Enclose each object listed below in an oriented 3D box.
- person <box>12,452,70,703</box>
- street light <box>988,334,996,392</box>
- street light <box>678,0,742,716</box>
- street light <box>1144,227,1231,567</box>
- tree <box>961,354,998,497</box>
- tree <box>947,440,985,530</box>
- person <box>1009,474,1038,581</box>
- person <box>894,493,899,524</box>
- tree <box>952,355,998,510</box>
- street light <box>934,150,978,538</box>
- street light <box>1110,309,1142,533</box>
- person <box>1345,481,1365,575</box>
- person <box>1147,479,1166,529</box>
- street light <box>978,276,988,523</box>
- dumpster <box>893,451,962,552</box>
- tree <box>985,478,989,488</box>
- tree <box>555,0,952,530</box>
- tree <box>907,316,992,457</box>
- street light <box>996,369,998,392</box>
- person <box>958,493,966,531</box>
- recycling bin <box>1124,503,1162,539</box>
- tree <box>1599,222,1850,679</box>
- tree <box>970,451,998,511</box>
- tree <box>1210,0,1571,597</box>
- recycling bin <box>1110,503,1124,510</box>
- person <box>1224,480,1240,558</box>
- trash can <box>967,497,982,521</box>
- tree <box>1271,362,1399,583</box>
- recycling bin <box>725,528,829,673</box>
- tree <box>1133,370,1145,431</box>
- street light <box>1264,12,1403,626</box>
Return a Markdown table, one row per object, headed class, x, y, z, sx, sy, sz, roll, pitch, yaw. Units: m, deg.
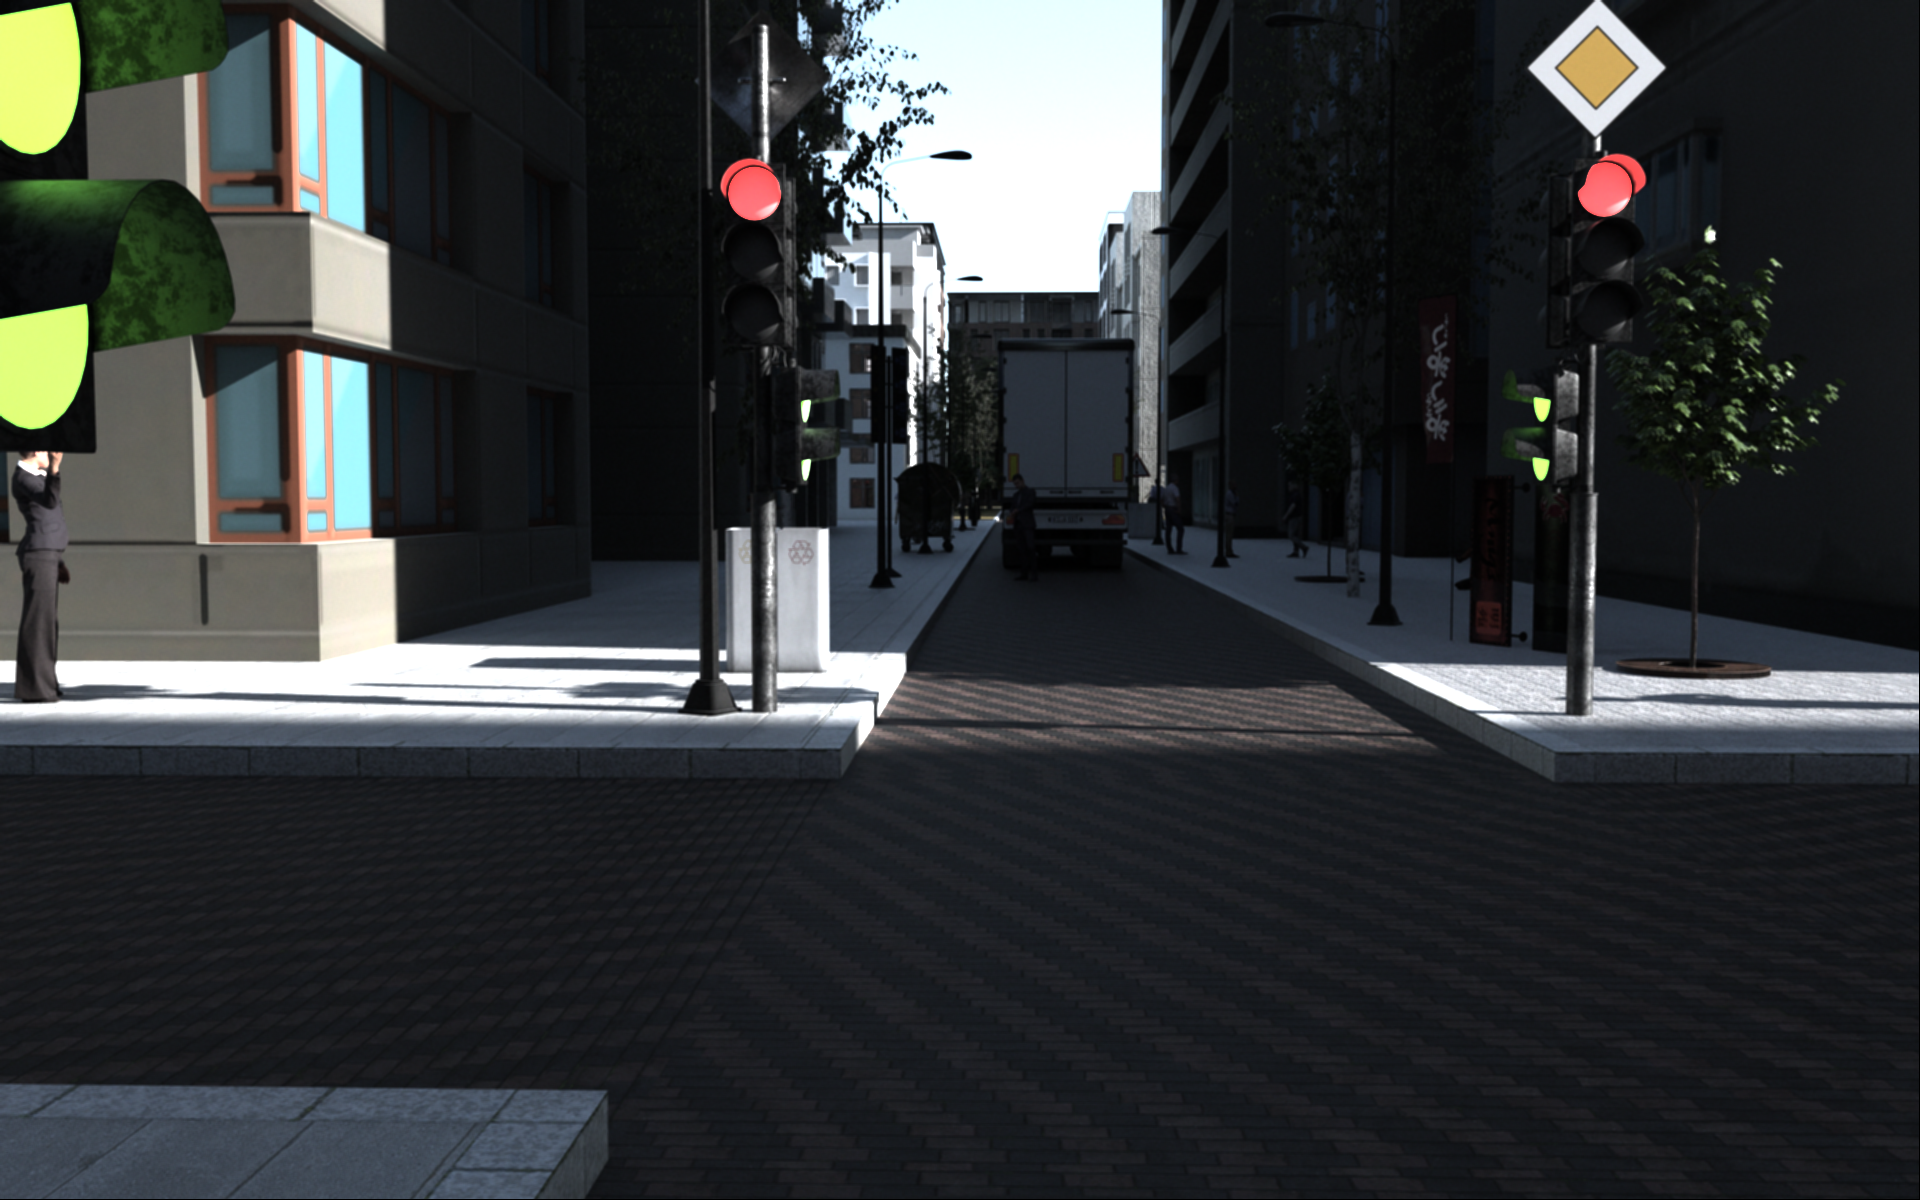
| class | x | y | z | sx | sy | sz | roll | pitch | yaw |
| --- | --- | --- | --- | --- | --- | --- | --- | --- | --- |
| person | -5.570 | -0.233 | 10.659 | 0.742 | 1.727 | 0.445 | 2 | 4 | 35 |
| street light | 0.224 | -4.761 | 50.388 | 1.470 | 5.913 | 1.316 | 0 | 4 | 2 |
| street light | -0.930 | -2.290 | 9.983 | 1.470 | 5.913 | 1.316 | 0 | 4 | 2 |
| street light | 4.038 | -3.531 | 30.277 | 1.470 | 5.913 | 1.316 | 0 | 4 | 2 |
| tree | 0.805 | -8.564 | 90.389 | 4.360 | 8.622 | 3.978 | 0 | 3 | 0 |
| tree | -0.090 | -4.128 | 62.095 | 1.663 | 3.219 | 1.824 | 0 | 3 | 0 |
| person | 1.015 | -1.202 | 28.596 | 0.683 | 1.767 | 0.568 | 3 | 5 | 44 |
| person | -2.566 | -4.025 | 73.921 | 0.516 | 1.574 | 0.319 | 1 | 4 | 19 |
| tree | 2.836 | -13.680 | 141.795 | 7.486 | 12.596 | 7.792 | 0 | 3 | 0 |
| street light | -0.535 | -3.121 | 23.576 | 1.470 | 5.913 | 1.316 | 0 | 4 | 2 |
| street light | 4.476 | -4.351 | 43.680 | 1.470 | 5.913 | 1.316 | 0 | 4 | 2 |
| person | 6.326 | -1.198 | 27.693 | 0.319 | 1.574 | 0.516 | 1 | 4 | 13 |
| person | 7.117 | -3.473 | 62.689 | 0.709 | 1.838 | 0.599 | -1 | 4 | -11 |
| street light | -0.204 | -3.941 | 36.983 | 1.470 | 5.913 | 1.316 | 0 | 4 | 2 |
| dumpster | -0.728 | -2.223 | 38.832 | 1.502 | 2.255 | 1.985 | 0 | 4 | 2 |
| tree | 0.876 | -7.020 | 109.377 | 1.663 | 3.219 | 1.824 | 0 | 3 | 0 |
| tree | -2.265 | -4.260 | 20.009 | 4.360 | 8.622 | 3.978 | 0 | 3 | 0 |
| tree | -0.551 | -7.440 | 72.010 | 4.737 | 8.622 | 4.395 | 0 | 3 | 0 |
| street light | 0.650 | -5.581 | 63.792 | 1.470 | 5.913 | 1.316 | 0 | 4 | 2 |
| person | 0.060 | -3.046 | 59.755 | 0.340 | 1.345 | 0.435 | -2 | 4 | -28 |
| recycling bin | 5.309 | -2.276 | 49.762 | 0.722 | 1.027 | 0.722 | -3 | 4 | -37 |
| tree | 5.421 | -1.087 | 12.380 | 1.663 | 3.219 | 1.824 | 0 | 3 | 0 |
| tree | 1.601 | -8.845 | 128.321 | 4.285 | 4.588 | 4.351 | 0 | 3 | 0 |
| tree | 5.147 | -4.345 | 21.399 | 4.360 | 8.622 | 3.978 | 0 | 3 | 0 |
| recycling bin | 5.952 | -3.337 | 67.111 | 0.722 | 1.027 | 0.722 | -1 | 4 | -22 |
| person | 5.516 | -1.649 | 35.073 | 0.319 | 1.574 | 0.516 | 1 | 4 | 8 |
| trash can | 0.697 | -4.405 | 83.679 | 0.748 | 1.137 | 0.748 | 0 | 3 | 0 |
| tree | 5.340 | -1.892 | 25.541 | 1.663 | 3.219 | 1.824 | 0 | 3 | 0 |
| recycling bin | -1.334 | -0.012 | 12.749 | 0.722 | 1.027 | 0.722 | 0 | 4 | -3 |
| tree | 7.336 | -8.449 | 88.502 | 4.360 | 8.622 | 3.978 | 0 | 3 | 0 |
| street light | 3.637 | -2.711 | 16.872 | 1.470 | 5.913 | 1.316 | 0 | 4 | 2 |
